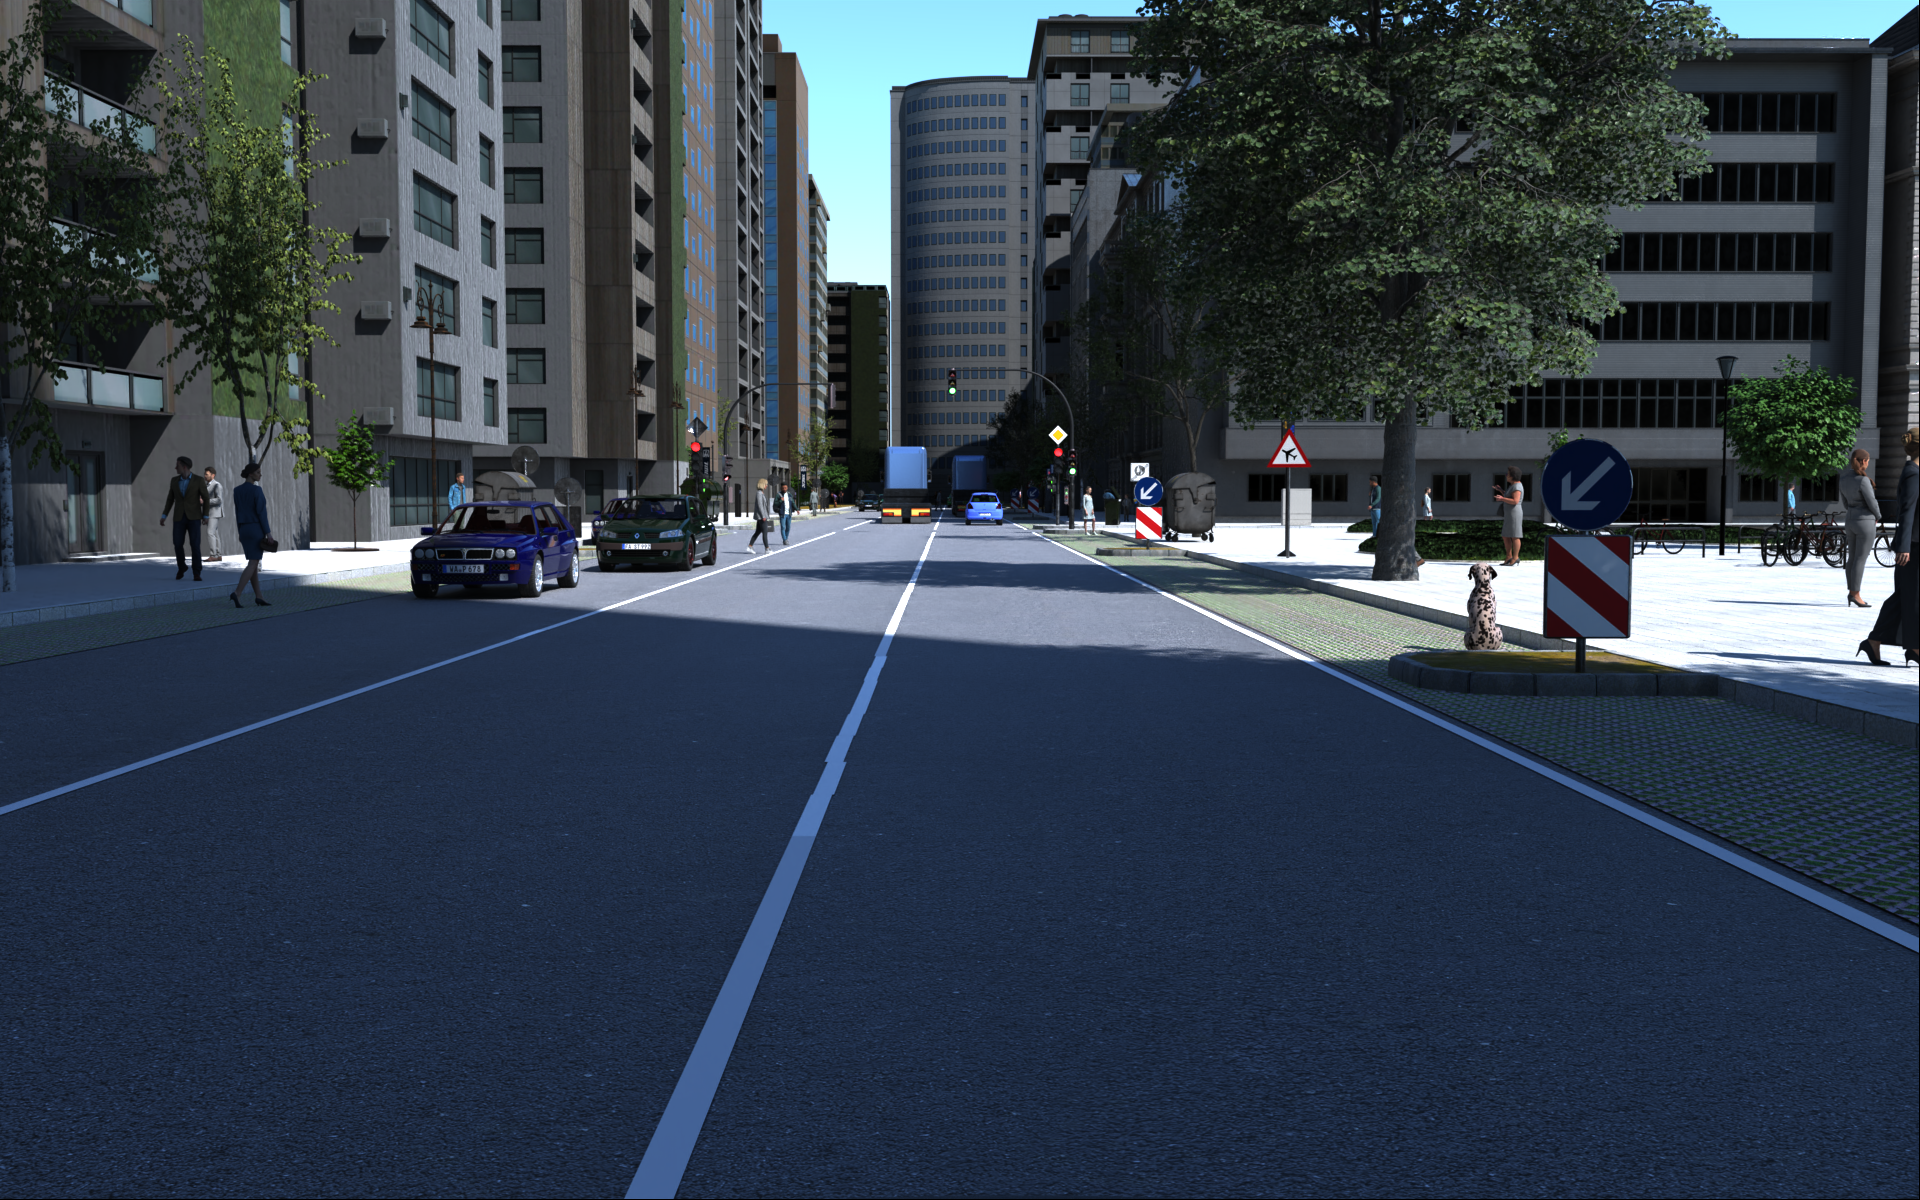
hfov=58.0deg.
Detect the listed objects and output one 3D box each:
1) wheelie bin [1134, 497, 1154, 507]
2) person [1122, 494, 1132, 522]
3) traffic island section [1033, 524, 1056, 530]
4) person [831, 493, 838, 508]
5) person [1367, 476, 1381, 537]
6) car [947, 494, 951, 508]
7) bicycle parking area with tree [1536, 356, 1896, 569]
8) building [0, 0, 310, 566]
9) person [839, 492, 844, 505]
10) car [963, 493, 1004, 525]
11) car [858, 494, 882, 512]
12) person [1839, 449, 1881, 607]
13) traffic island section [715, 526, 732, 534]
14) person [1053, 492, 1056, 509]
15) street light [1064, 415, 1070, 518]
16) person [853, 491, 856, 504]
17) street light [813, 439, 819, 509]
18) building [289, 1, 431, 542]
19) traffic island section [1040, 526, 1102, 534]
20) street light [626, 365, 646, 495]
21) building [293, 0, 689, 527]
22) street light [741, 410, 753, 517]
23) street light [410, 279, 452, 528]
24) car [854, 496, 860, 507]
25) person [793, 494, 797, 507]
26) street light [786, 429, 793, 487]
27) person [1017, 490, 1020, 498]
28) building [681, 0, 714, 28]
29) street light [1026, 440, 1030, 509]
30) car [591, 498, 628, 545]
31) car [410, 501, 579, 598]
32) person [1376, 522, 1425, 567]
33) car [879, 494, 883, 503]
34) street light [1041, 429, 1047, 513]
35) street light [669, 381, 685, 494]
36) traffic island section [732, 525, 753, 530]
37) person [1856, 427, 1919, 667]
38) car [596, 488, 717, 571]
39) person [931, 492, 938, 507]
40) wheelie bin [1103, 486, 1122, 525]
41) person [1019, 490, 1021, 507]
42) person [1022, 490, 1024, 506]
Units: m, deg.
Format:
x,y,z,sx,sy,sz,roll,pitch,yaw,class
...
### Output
x,y,z,sx,sy,sz,roll,pitch,yaw,class
7.618,-3.849,70.838,0.980,1.594,0.693,-1,4,-8,wheelie bin
7.813,-4.324,81.010,0.475,1.303,0.640,1,4,10,person
4.033,-2.984,71.064,2.009,0.180,2.903,0,4,0,traffic island section
-11.850,-9.428,163.424,0.697,1.427,0.421,-2,4,-32,person
11.585,-2.558,48.213,0.721,1.781,0.623,-1,4,-12,person
-0.394,-10.595,182.018,1.959,1.807,4.718,0,4,1,car
16.643,-2.854,33.664,9.016,4.147,8.231,0,4,-6,bicycle parking area with tree
-22.185,-21.333,32.387,14.154,41.232,14.086,0,4,0,building
-13.403,-11.497,195.481,0.415,1.643,0.593,3,5,40,person
1.100,-4.332,80.412,1.945,1.707,3.694,0,4,-1,car
-7.356,-8.098,142.184,2.009,1.686,4.222,0,4,2,car
10.283,-0.817,19.680,0.573,1.790,0.520,-1,4,-23,person
-9.564,-2.491,63.008,2.009,0.180,2.903,0,4,0,traffic island section
8.389,-8.853,150.750,0.705,1.831,1.348,-3,4,-37,person
5.946,-7.437,94.382,0.468,5.910,1.993,0,4,0,street light
-13.758,-13.327,226.422,0.705,1.821,1.348,-1,4,-21,person
-12.023,-10.552,145.305,0.468,5.910,1.993,0,4,0,street light
-21.742,-17.152,52.138,14.107,30.474,14.160,0,4,0,building
4.077,-2.495,63.079,2.009,0.180,2.903,0,4,0,traffic island section
-11.582,-5.457,62.014,0.468,5.910,1.993,0,4,0,street light
-20.663,-18.840,79.731,14.160,30.474,14.107,0,4,0,building
-11.759,-7.514,95.635,0.468,5.910,1.993,0,4,0,street light
-11.403,-3.956,37.470,0.468,5.910,1.993,0,4,0,street light
-10.129,-10.572,182.635,2.009,1.686,4.222,0,4,0,car
-15.442,-9.622,163.228,0.709,1.838,0.599,1,4,18,person
-11.912,-9.050,120.760,0.468,5.910,1.993,0,4,0,street light
6.131,-10.829,183.813,0.721,1.743,1.217,1,4,16,person
-22.379,-27.685,102.765,14.600,45.320,14.200,0,4,0,building
5.666,-10.531,144.961,0.468,5.910,1.993,0,4,0,street light
-9.374,-2.251,49.388,1.945,1.354,3.894,0,4,0,car
-6.711,-0.772,25.195,1.945,1.354,3.894,0,4,-1,car
7.559,-1.445,29.789,0.853,1.813,0.709,0,4,4,person
-7.322,-9.631,169.270,2.131,1.459,4.920,0,4,-1,car
5.746,-8.993,119.819,0.468,5.910,1.993,0,4,0,street light
-11.596,-6.012,71.091,0.468,5.910,1.993,0,4,0,street light
-9.609,-2.979,70.993,2.009,0.180,2.903,0,4,0,traffic island section
7.017,-0.389,12.827,0.534,1.772,0.576,0,4,5,person
-5.816,-1.447,33.452,2.009,1.686,4.222,0,4,2,car
-2.668,-10.926,187.967,0.721,1.723,1.217,-3,5,-41,person
6.258,-3.877,71.301,0.693,1.594,0.980,1,4,15,wheelie bin
5.836,-9.715,165.816,0.436,1.711,0.756,0,4,4,person
6.907,-11.455,193.855,0.721,1.766,1.217,1,4,20,person
